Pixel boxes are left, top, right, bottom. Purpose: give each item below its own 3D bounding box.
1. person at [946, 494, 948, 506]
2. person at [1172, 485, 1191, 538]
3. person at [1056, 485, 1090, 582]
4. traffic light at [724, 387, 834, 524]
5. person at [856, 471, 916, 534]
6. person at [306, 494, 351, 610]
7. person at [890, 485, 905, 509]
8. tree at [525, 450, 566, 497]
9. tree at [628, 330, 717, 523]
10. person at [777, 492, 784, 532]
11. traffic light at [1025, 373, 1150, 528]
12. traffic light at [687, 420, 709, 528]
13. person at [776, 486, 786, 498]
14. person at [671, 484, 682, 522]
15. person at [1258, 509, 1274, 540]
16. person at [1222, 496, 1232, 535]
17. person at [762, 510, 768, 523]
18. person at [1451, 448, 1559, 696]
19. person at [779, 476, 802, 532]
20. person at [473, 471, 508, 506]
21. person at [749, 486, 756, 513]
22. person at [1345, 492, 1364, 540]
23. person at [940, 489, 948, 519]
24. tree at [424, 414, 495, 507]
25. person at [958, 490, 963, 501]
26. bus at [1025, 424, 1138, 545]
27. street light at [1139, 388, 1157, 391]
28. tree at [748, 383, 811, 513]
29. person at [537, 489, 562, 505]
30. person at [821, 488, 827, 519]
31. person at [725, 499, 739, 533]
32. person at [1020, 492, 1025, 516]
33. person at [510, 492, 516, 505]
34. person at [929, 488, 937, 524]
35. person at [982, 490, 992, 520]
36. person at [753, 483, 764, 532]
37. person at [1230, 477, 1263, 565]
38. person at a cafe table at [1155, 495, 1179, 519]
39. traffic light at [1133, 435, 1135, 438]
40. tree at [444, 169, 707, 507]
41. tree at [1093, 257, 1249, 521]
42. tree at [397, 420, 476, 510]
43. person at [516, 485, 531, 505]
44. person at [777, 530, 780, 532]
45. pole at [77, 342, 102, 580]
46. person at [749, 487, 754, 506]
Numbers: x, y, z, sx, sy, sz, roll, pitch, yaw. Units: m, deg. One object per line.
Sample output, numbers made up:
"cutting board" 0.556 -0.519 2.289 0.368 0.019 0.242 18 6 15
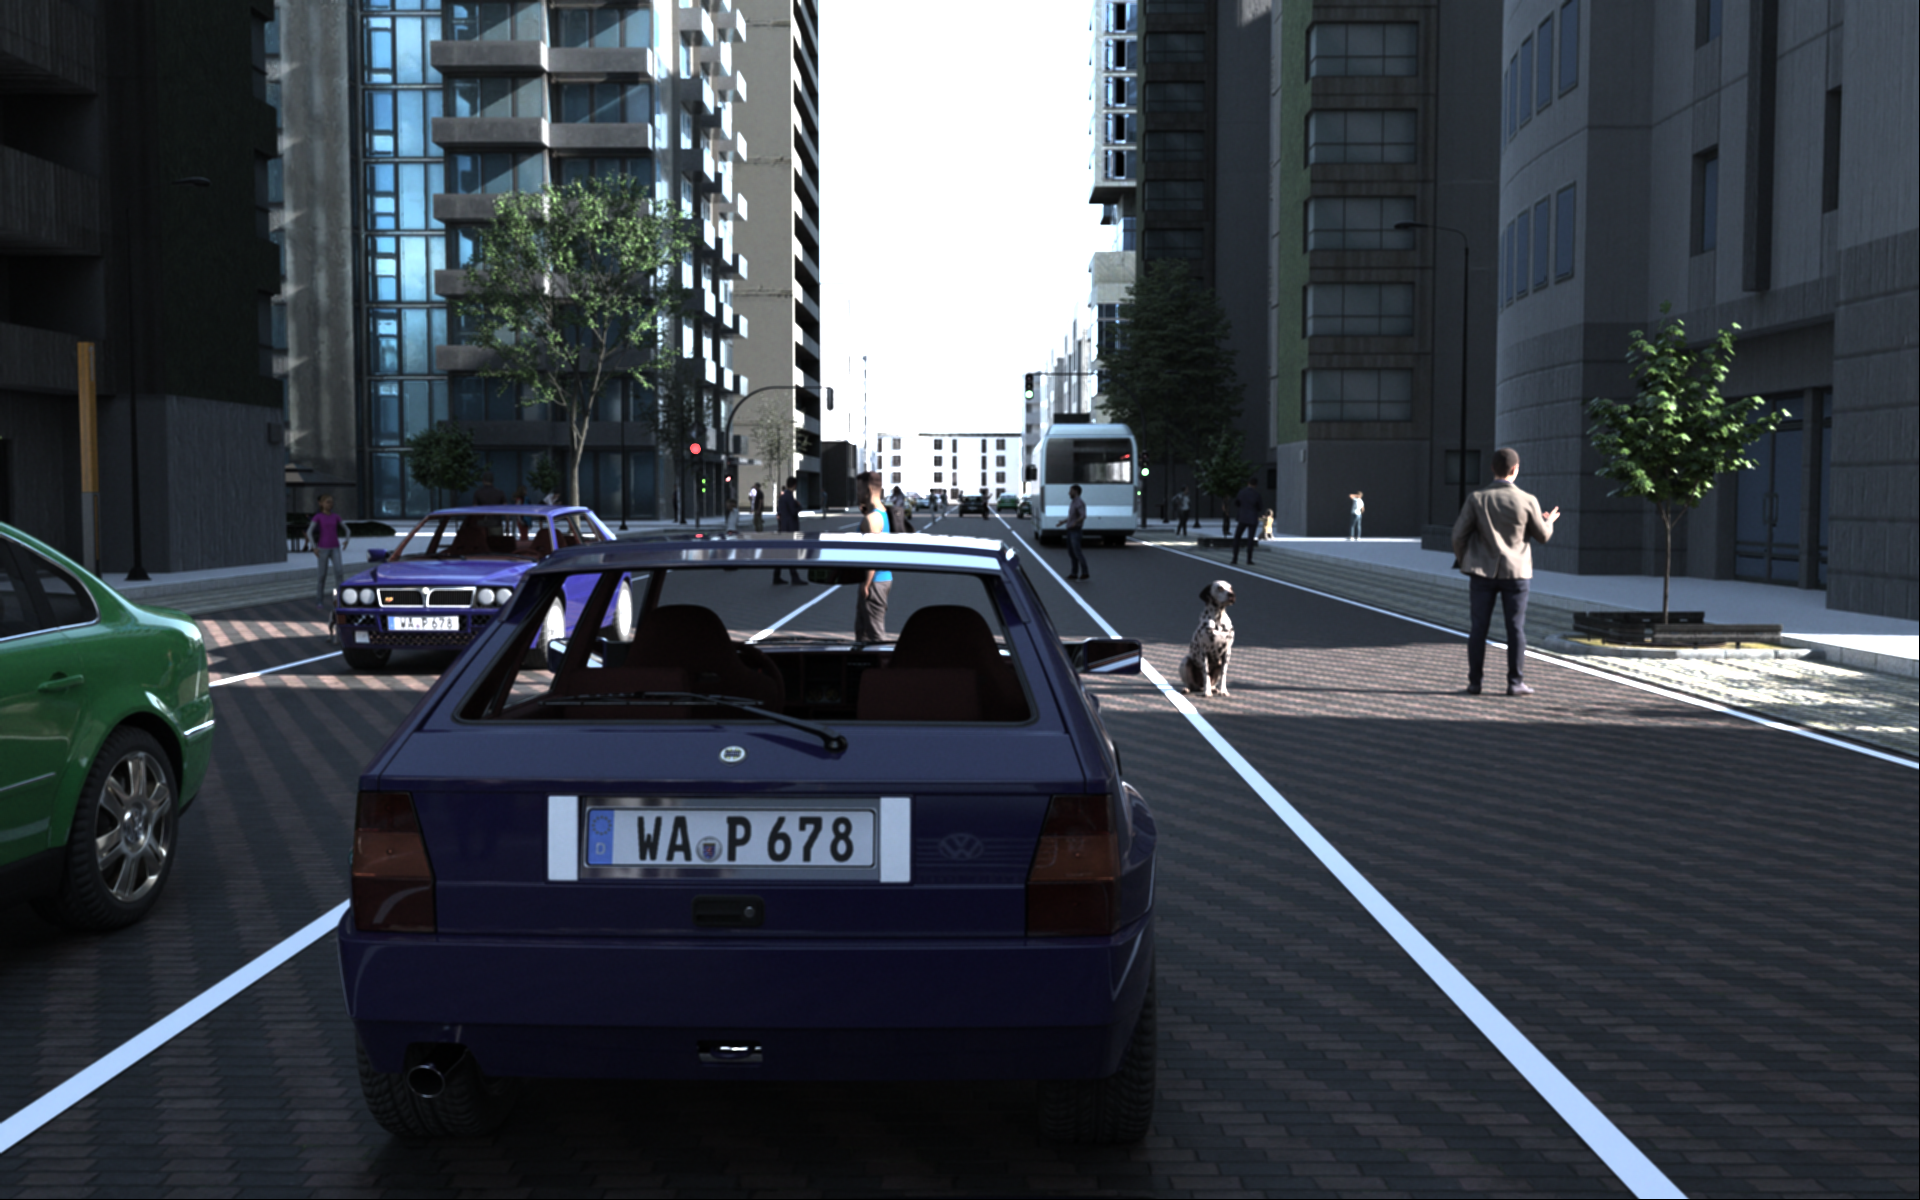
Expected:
"person" -1.711 -12.273 210.109 0.756 1.711 0.436 3 5 40
"person" 7.297 -2.897 56.587 0.841 1.734 0.376 -3 4 -37
"person" 1.879 -1.104 28.510 0.435 1.587 0.963 -1 4 -17
"traffic light" -7.720 -6.029 73.238 4.771 5.953 1.251 0 4 1
"person" -0.656 -0.132 12.530 0.662 1.594 0.647 0 4 -4
"person" -7.759 -0.595 21.470 0.726 1.435 0.776 -3 5 -43
"person" -2.230 -3.236 62.070 0.551 1.740 0.621 0 4 -1
"tree" -18.453 -5.020 76.673 1.663 3.219 1.824 0 3 0
"tree" -12.563 -7.743 76.965 4.360 8.622 3.978 0 3 0
"person" -5.320 -2.518 52.357 0.574 1.496 0.600 -1 4 -23
"traffic light" 4.800 -5.523 64.974 4.771 5.953 1.251 0 4 1
"traffic light" -9.888 -4.668 65.237 0.839 4.253 0.868 0 4 1
"person" -8.812 -4.743 85.917 0.599 1.838 0.709 -1 4 -8
"person" -12.822 -4.372 78.223 0.576 1.737 0.504 2 4 33
"person" 8.530 -2.111 48.490 0.347 0.859 0.695 -1 4 -20
"person" 8.419 -2.725 54.505 0.340 1.345 0.435 0 4 7
"person" -9.845 -4.235 85.674 0.695 0.859 0.347 -3 4 -38
"person" 3.946 -0.213 12.509 0.617 1.759 0.750 2 4 33
"person" -2.688 -1.099 27.392 0.530 1.710 0.541 -1 4 -13
"person" -7.785 -1.233 28.790 0.598 1.807 0.434 -1 4 -9
"person" -13.616 -6.637 114.424 0.709 1.838 0.599 -1 4 -20
"person" 10.950 -2.331 48.060 0.435 1.345 0.340 -3 5 -42
"person" -0.922 -5.514 99.384 0.376 1.734 0.841 1 4 19
"tree" -12.031 -2.886 41.783 1.663 3.219 1.824 0 3 0
"person" 0.093 -8.057 140.958 0.376 1.734 0.841 2 4 26
"bus" 3.520 -3.491 51.944 2.948 3.499 13.247 0 4 1
"street light" 8.516 -6.327 75.994 1.470 5.913 1.316 0 4 1
"tree" -12.244 -10.096 115.429 4.360 8.622 3.978 0 3 0
"person" -12.238 -2.598 51.708 0.799 1.438 0.628 0 4 -5
"person" -7.992 -5.663 101.219 0.434 1.807 0.598 2 4 25
"person" -4.318 -1.235 32.606 0.340 1.345 0.435 -1 4 -18
"person" 4.130 -6.196 112.013 0.429 1.552 0.499 0 4 -4
"person" -13.569 -2.623 52.832 0.340 1.345 0.435 -3 5 -41
"person" -1.337 -4.590 84.277 0.376 1.734 0.841 1 4 14
"person" 1.522 -5.361 97.612 0.566 1.644 0.517 3 5 40
"person" -6.765 -3.007 57.786 0.434 1.807 0.598 0 4 -8
"person" 5.802 -1.596 35.035 0.683 1.767 0.568 1 4 18
"person at a cafe table" 10.715 -4.834 87.547 1.698 1.524 1.622 1 4 12
"traffic light" 6.968 -5.147 73.081 0.839 4.253 0.868 0 4 1
"tree" -12.093 -7.890 54.751 9.928 11.665 9.643 0 3 0
"tree" 9.876 -10.138 83.886 7.486 12.596 7.792 0 3 0
"tree" -23.200 -5.699 76.891 4.285 4.588 4.351 0 3 0
"person" -9.299 -1.636 36.954 0.444 1.614 0.593 2 4 25
"person" -6.447 -2.954 65.080 0.655 0.850 0.859 -3 5 -40
"pole" -11.735 -1.805 23.351 0.158 3.312 0.155 0 3 0
"person" -14.098 -6.815 118.190 0.841 1.734 0.376 -2 4 -34
